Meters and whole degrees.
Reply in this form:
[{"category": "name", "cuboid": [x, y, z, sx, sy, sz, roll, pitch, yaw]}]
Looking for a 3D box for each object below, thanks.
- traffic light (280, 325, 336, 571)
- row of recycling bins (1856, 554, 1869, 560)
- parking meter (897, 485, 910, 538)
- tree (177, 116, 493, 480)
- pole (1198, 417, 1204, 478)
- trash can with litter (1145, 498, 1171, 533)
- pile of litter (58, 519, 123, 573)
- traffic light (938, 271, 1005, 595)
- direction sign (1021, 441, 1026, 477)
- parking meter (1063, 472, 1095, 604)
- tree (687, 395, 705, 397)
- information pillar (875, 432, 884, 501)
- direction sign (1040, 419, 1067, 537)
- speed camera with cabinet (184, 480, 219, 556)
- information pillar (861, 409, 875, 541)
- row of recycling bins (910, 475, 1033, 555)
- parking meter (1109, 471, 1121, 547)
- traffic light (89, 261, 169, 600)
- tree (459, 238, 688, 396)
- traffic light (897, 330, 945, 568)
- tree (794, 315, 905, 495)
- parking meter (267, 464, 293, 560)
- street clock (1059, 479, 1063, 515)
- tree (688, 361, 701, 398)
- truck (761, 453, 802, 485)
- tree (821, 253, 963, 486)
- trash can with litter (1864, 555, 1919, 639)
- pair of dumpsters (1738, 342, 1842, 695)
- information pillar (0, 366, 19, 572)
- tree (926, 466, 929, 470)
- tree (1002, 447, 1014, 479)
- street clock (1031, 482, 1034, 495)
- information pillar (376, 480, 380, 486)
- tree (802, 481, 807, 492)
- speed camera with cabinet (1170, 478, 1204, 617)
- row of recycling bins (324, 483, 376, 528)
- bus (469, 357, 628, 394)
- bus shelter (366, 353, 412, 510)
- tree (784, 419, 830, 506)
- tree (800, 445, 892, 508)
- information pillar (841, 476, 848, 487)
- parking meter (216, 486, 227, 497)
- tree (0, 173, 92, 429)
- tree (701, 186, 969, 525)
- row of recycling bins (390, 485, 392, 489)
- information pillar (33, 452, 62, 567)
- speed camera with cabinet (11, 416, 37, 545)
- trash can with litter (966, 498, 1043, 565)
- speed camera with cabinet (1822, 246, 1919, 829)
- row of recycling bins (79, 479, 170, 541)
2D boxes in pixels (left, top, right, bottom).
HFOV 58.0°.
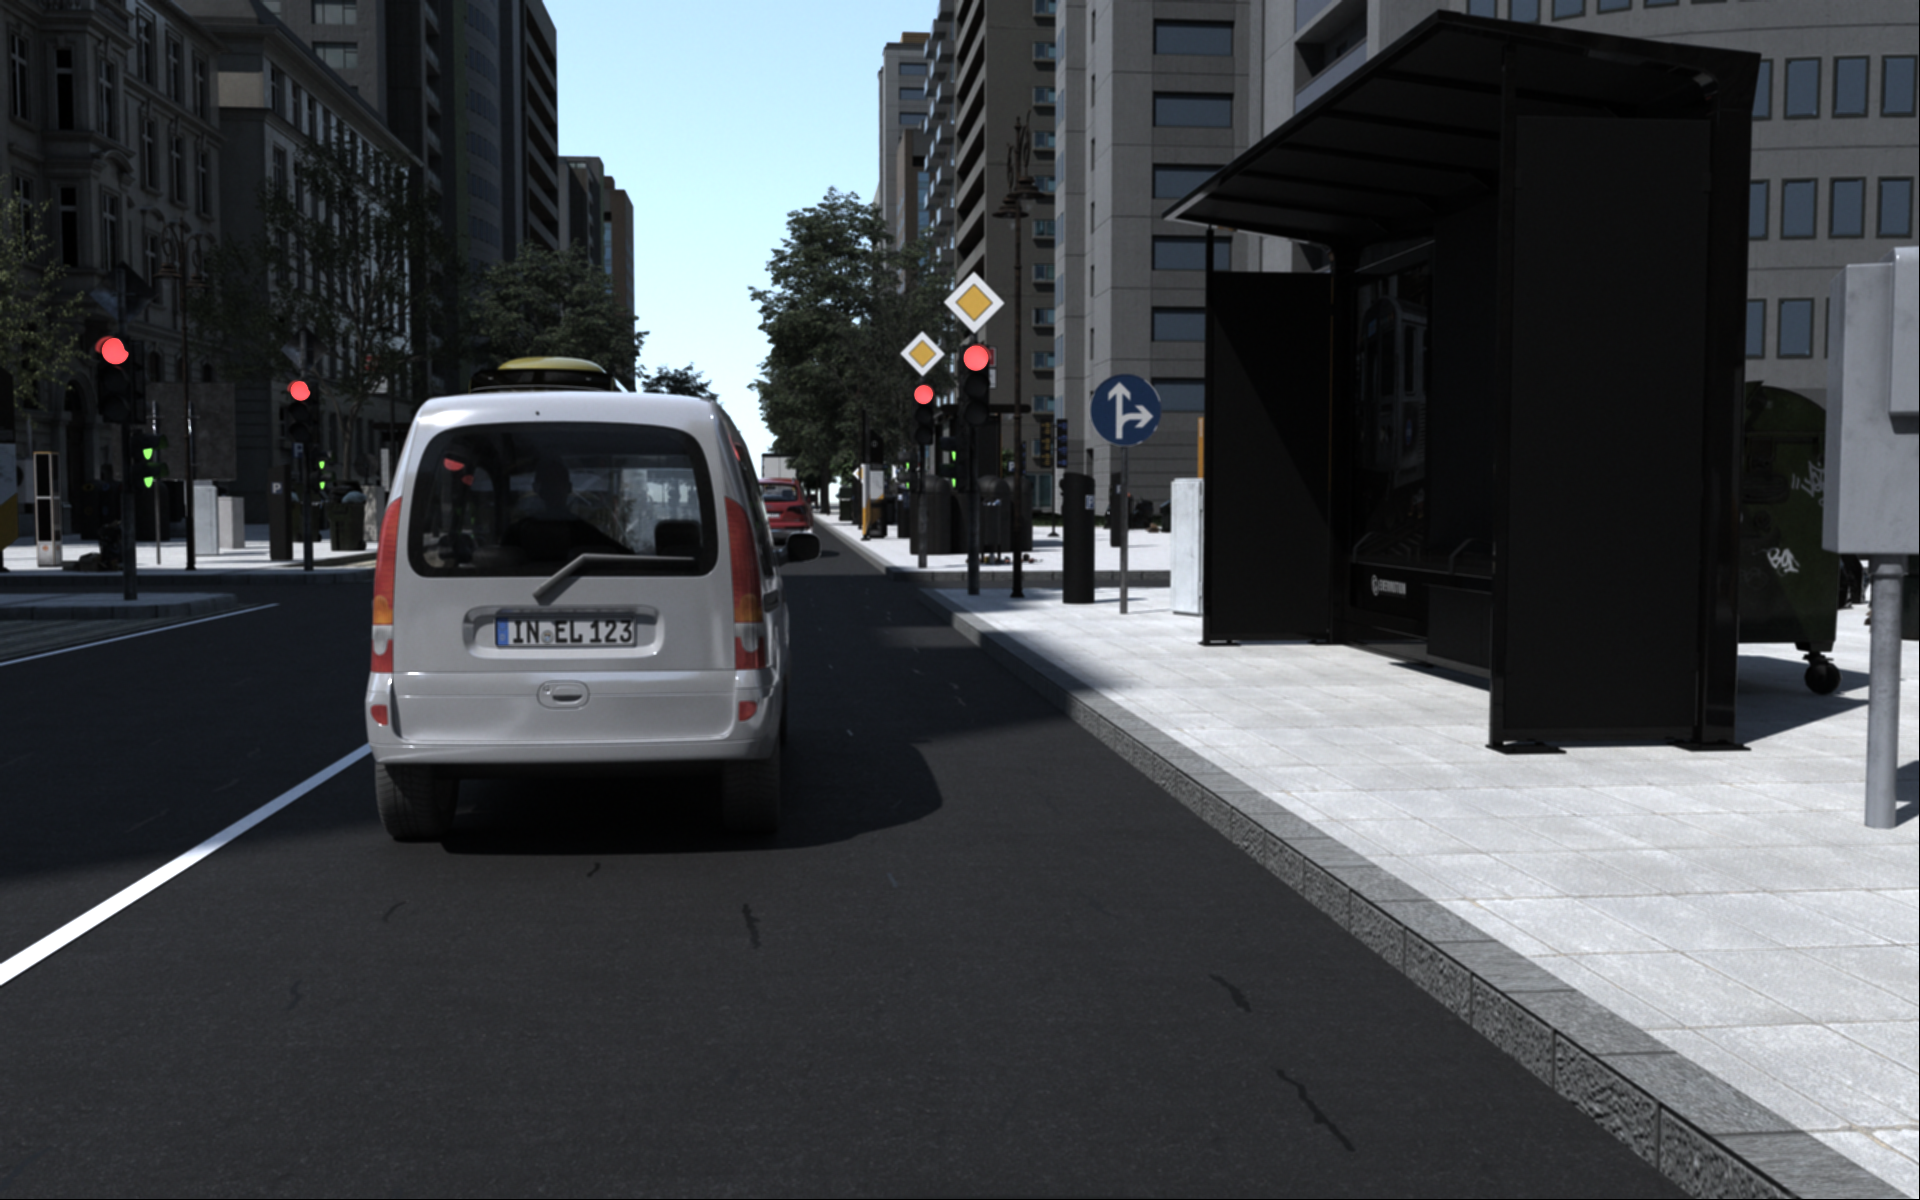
[{"category": "traffic light", "cuboid": [-10.873, -2.442, 28.845, 0.839, 4.253, 0.868, 0, 4, -6]}, {"category": "row of recycling bins", "cuboid": [18.799, -1.645, 34.009, 3.534, 1.692, 1.069, 0, 4, -8]}, {"category": "parking meter", "cuboid": [-1.628, -2.561, 50.277, 0.372, 1.533, 0.369, 0, 3, 0]}, {"category": "tree", "cuboid": [-15.746, -6.689, 43.781, 8.767, 10.594, 7.601, 0, 4, -2]}, {"category": "pole", "cuboid": [6.426, -3.199, 46.141, 0.158, 3.312, 0.155, 0, 3, 0]}, {"category": "trash can with litter", "cuboid": [6.734, -2.825, 57.577, 1.055, 1.170, 0.624, -1, 4, -14]}, {"category": "pile of litter", "cuboid": [-14.470, -0.920, 28.999, 1.176, 0.858, 1.719, -1, 4, -14]}, {"category": "traffic light", "cuboid": [0.155, -2.021, 21.971, 0.839, 4.253, 0.868, 0, 4, -6]}, {"category": "direction sign", "cuboid": [2.651, -5.033, 74.293, 0.379, 3.537, 0.876, -1, 4, -19]}, {"category": "parking meter", "cuboid": [1.395, -0.729, 20.328, 0.372, 1.533, 0.369, 0, 3, 0]}, {"category": "tree", "cuboid": [-30.158, -17.026, 195.380, 9.611, 12.733, 9.660, 0, 3, 0]}, {"category": "information pillar", "cuboid": [-2.964, -4.290, 61.492, 0.504, 3.616, 0.183, -1, 4, -19]}, {"category": "direction sign", "cuboid": [2.825, -3.683, 52.209, 0.876, 3.537, 0.379, -1, 4, -20]}, {"category": "speed camera with cabinet", "cuboid": [-16.027, -2.580, 36.525, 0.660, 3.252, 2.038, -2, 4, -26]}, {"category": "information pillar", "cuboid": [-2.592, -3.456, 47.855, 0.183, 3.616, 0.504, 1, 4, 14]}, {"category": "row of recycling bins", "cuboid": [0.328, -1.872, 37.728, 1.069, 1.692, 3.534, 3, 5, 43]}, {"category": "parking meter", "cuboid": [3.830, -2.217, 41.954, 0.399, 1.863, 0.255, -1, 4, -10]}, {"category": "traffic light", "cuboid": [-10.050, -1.956, 20.902, 0.839, 4.253, 0.868, 0, 4, -6]}, {"category": "tree", "cuboid": [-19.794, -10.909, 85.015, 9.857, 13.997, 8.962, 0, 3, 0]}, {"category": "traffic light", "cuboid": [-0.668, -2.507, 29.914, 0.839, 4.253, 0.868, 0, 4, -6]}, {"category": "tree", "cuboid": [-5.920, -10.554, 98.315, 9.928, 11.665, 9.643, 0, 3, 0]}, {"category": "parking meter", "cuboid": [-13.187, -1.704, 33.579, 0.399, 1.863, 0.255, 0, 4, 6]}, {"category": "street clock", "cuboid": [4.932, -4.758, 82.359, 0.358, 2.002, 0.471, 3, 4, 38]}, {"category": "tree", "cuboid": [-27.211, -15.820, 165.319, 9.857, 13.997, 8.962, 0, 3, 0]}, {"category": "truck", "cuboid": [-12.836, -8.288, 124.414, 2.839, 4.237, 11.283, 0, 4, -5]}, {"category": "tree", "cuboid": [-1.916, -6.224, 52.129, 4.360, 8.622, 3.978, 0, 3, 0]}, {"category": "trash can with litter", "cuboid": [8.450, -0.253, 15.531, 0.624, 1.170, 1.055, 0, 4, 3]}, {"category": "pair of dumpsters", "cuboid": [4.792, -0.643, 13.006, 1.574, 2.255, 4.437, 0, 4, -6]}, {"category": "information pillar", "cuboid": [-15.719, -2.260, 28.314, 0.504, 3.616, 0.183, -3, 5, -42]}, {"category": "tree", "cuboid": [-0.191, -3.739, 55.733, 1.663, 3.219, 1.824, 0, 3, 0]}, {"category": "tree", "cuboid": [2.061, -7.381, 104.387, 4.285, 4.588, 4.351, 0, 3, 0]}, {"category": "street clock", "cuboid": [4.279, -6.145, 105.045, 0.358, 2.002, 0.471, 1, 4, 21]}, {"category": "information pillar", "cuboid": [-29.580, -5.133, 88.423, 0.304, 2.012, 0.304, 2, 4, 23]}, {"category": "tree", "cuboid": [-20.820, -17.341, 233.893, 4.360, 8.622, 3.978, 0, 3, 0]}, {"category": "speed camera with cabinet", "cuboid": [3.275, -1.487, 18.655, 2.038, 3.252, 0.660, -2, 4, -27]}, {"category": "row of recycling bins", "cuboid": [-23.923, -3.606, 66.073, 3.534, 1.692, 1.069, 0, 4, -7]}, {"category": "bus", "cuboid": [-7.826, -2.640, 34.718, 2.896, 3.916, 12.252, 0, 4, -8]}, {"category": "bus shelter", "cuboid": [-16.295, -4.562, 52.226, 2.179, 5.291, 8.768, 0, 4, -6]}, {"category": "tree", "cuboid": [-16.504, -16.361, 201.909, 7.601, 10.594, 8.767, -1, 4, -16]}, {"category": "tree", "cuboid": [-4.944, -6.319, 87.033, 4.285, 4.588, 4.351, 0, 3, 0]}, {"category": "information pillar", "cuboid": [-6.046, -6.070, 90.591, 0.504, 3.616, 0.183, -3, 5, -41]}, {"category": "parking meter", "cuboid": [-24.402, -2.987, 57.241, 0.372, 1.533, 0.369, 0, 3, 0]}, {"category": "tree", "cuboid": [-22.629, -5.507, 40.404, 4.737, 8.622, 4.395, 0, 3, 0]}, {"category": "tree", "cuboid": [-4.173, -10.086, 71.563, 9.857, 13.997, 8.962, 0, 3, 0]}, {"category": "row of recycling bins", "cuboid": [-24.989, -4.134, 74.699, 1.069, 1.692, 3.534, 2, 4, 29]}, {"category": "information pillar", "cuboid": [-16.015, -1.586, 30.423, 0.304, 2.012, 0.304, 0, 4, -2]}, {"category": "speed camera with cabinet", "cuboid": [-24.302, -3.039, 44.031, 2.038, 3.252, 0.660, 1, 4, 20]}, {"category": "trash can with litter", "cuboid": [0.903, -1.305, 32.387, 1.678, 1.210, 2.233, 3, 5, 39]}, {"category": "speed camera with cabinet", "cuboid": [4.391, -0.741, 6.457, 2.038, 3.252, 0.660, 1, 4, 20]}, {"category": "row of recycling bins", "cuboid": [-23.194, -2.507, 48.109, 3.534, 1.692, 1.069, 2, 4, 33]}]
